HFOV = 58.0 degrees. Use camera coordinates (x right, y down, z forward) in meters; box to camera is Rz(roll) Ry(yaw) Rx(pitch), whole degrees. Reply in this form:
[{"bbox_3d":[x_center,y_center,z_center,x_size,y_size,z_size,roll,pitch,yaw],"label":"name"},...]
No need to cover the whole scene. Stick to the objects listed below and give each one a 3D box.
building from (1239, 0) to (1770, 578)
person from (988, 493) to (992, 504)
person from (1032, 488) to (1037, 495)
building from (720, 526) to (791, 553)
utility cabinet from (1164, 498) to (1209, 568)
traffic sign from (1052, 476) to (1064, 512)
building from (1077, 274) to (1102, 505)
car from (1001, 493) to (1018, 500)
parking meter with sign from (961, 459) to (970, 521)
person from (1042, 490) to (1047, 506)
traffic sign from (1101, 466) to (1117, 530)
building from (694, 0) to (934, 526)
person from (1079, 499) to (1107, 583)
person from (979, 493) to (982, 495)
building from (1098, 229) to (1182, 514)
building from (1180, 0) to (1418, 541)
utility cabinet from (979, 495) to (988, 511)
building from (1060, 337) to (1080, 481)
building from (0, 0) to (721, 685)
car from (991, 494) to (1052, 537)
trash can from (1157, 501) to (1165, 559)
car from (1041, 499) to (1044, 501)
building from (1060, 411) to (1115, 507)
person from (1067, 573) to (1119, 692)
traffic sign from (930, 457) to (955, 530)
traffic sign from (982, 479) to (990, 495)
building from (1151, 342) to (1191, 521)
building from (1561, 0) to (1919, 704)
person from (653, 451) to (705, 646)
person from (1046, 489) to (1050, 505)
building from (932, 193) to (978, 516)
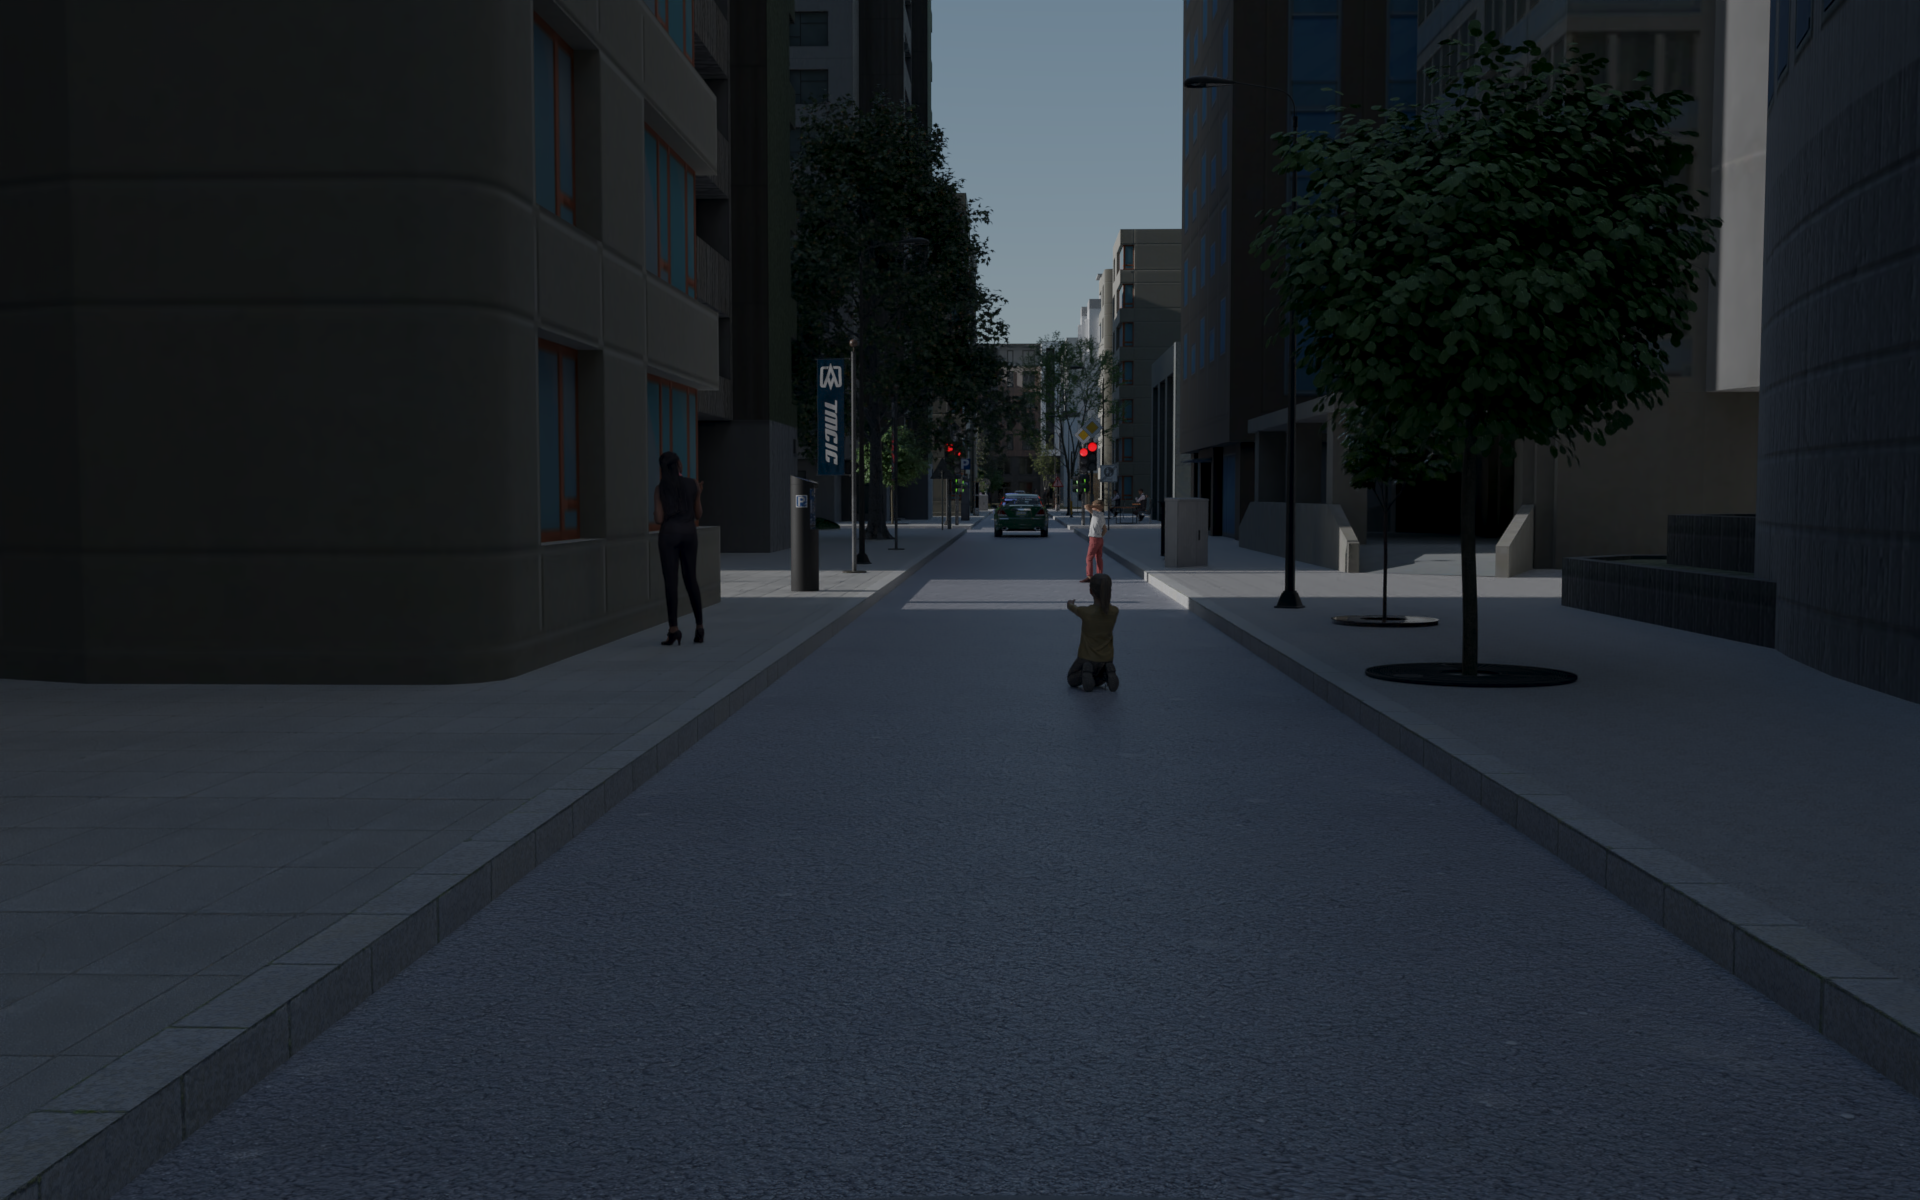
[{"bbox_3d":[22.635,-20.884,33.328,32.217,40.220,23.993,0,4,2],"label":"building"},{"bbox_3d":[3.683,-12.702,214.644,0.541,1.710,0.530,-1,4,-13],"label":"person"},{"bbox_3d":[4.616,-5.966,106.167,0.434,1.807,0.598,-1,4,-14],"label":"person"},{"bbox_3d":[-11.215,-16.100,34.931,14.160,30.474,14.107,0,4,2],"label":"building"},{"bbox_3d":[4.014,-1.190,30.624,0.306,1.237,1.020,3,5,39],"label":"utility cabinet"},{"bbox_3d":[7.173,-7.779,127.187,0.884,2.594,0.081,0,4,5],"label":"traffic sign"},{"bbox_3d":[18.554,-18.206,154.088,16.016,20.091,11.380,0,4,2],"label":"building"},{"bbox_3d":[4.211,-7.908,138.893,1.945,1.707,3.694,0,4,1],"label":"car"},{"bbox_3d":[0.238,-5.373,84.116,0.543,3.016,1.738,0,4,-1],"label":"parking meter with sign"},{"bbox_3d":[8.838,-10.695,181.456,0.434,1.755,0.990,2,4,30],"label":"person"},{"bbox_3d":[5.232,-3.597,60.939,0.606,2.300,0.079,0,4,7],"label":"traffic sign"},{"bbox_3d":[-8.676,-19.094,83.880,14.160,30.474,14.107,0,4,2],"label":"building"},{"bbox_3d":[2.161,-0.959,28.094,0.340,1.345,0.435,2,4,24],"label":"person"},{"bbox_3d":[1.579,-8.243,141.491,0.621,1.740,0.551,0,4,-8],"label":"person"},{"bbox_3d":[24.716,-17.256,127.169,27.650,21.520,28.899,0,4,2],"label":"building"},{"bbox_3d":[14.414,-24.612,52.510,14.600,45.320,14.200,0,4,2],"label":"building"},{"bbox_3d":[1.643,-7.495,133.697,1.020,1.237,0.306,0,4,-7],"label":"utility cabinet"},{"bbox_3d":[20.628,-20.628,203.721,16.747,18.905,31.486,0,4,2],"label":"building"},{"bbox_3d":[-17.127,-9.841,5.933,27.650,21.520,28.899,0,4,2],"label":"building"},{"bbox_3d":[2.098,-2.895,59.126,2.131,1.459,4.920,0,4,2],"label":"car"},{"bbox_3d":[4.254,-1.371,34.068,0.748,1.137,0.748,0,3,0],"label":"trash can"},{"bbox_3d":[4.621,-6.458,117.388,2.131,1.459,4.920,0,4,1],"label":"car"},{"bbox_3d":[14.896,-14.208,174.451,9.099,9.664,28.070,0,4,2],"label":"building"},{"bbox_3d":[0.976,0.222,12.798,0.347,0.859,0.695,-1,4,-10],"label":"person"},{"bbox_3d":[-0.619,-3.743,61.194,0.884,2.594,0.081,1,4,9],"label":"traffic sign"},{"bbox_3d":[2.114,-8.712,142.549,0.768,2.556,0.104,0,4,7],"label":"traffic sign"},{"bbox_3d":[24.961,-47.030,81.610,31.000,86.520,22.319,0,4,2],"label":"building"},{"bbox_3d":[16.196,-28.433,6.877,21.231,58.520,28.212,0,4,2],"label":"building"},{"bbox_3d":[-2.405,-0.444,14.780,0.415,1.643,0.593,1,4,14],"label":"person"},{"bbox_3d":[8.769,-10.233,173.876,0.721,1.766,1.217,-1,4,-9],"label":"person"},{"bbox_3d":[-12.993,-16.480,114.483,27.650,21.520,28.899,0,4,2],"label":"building"}]
